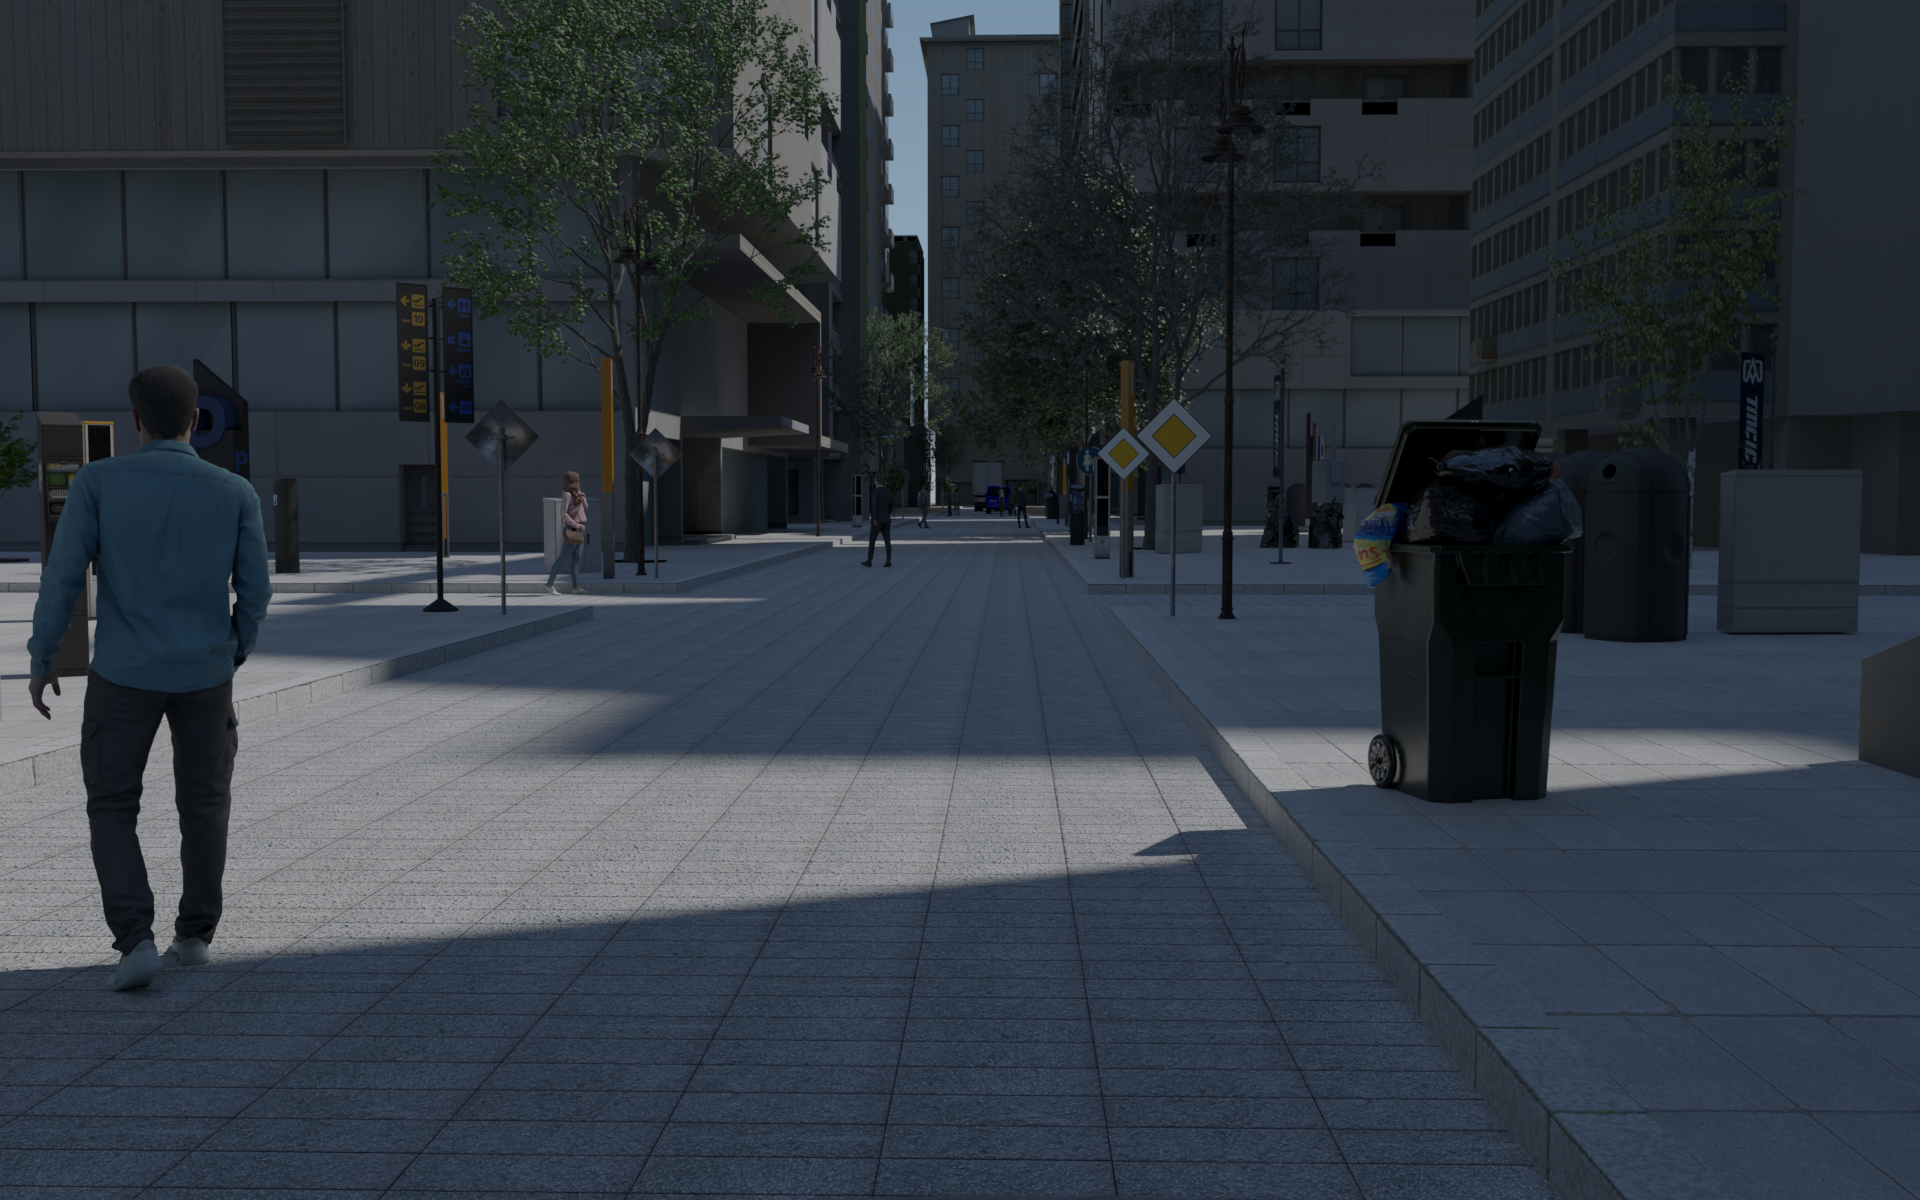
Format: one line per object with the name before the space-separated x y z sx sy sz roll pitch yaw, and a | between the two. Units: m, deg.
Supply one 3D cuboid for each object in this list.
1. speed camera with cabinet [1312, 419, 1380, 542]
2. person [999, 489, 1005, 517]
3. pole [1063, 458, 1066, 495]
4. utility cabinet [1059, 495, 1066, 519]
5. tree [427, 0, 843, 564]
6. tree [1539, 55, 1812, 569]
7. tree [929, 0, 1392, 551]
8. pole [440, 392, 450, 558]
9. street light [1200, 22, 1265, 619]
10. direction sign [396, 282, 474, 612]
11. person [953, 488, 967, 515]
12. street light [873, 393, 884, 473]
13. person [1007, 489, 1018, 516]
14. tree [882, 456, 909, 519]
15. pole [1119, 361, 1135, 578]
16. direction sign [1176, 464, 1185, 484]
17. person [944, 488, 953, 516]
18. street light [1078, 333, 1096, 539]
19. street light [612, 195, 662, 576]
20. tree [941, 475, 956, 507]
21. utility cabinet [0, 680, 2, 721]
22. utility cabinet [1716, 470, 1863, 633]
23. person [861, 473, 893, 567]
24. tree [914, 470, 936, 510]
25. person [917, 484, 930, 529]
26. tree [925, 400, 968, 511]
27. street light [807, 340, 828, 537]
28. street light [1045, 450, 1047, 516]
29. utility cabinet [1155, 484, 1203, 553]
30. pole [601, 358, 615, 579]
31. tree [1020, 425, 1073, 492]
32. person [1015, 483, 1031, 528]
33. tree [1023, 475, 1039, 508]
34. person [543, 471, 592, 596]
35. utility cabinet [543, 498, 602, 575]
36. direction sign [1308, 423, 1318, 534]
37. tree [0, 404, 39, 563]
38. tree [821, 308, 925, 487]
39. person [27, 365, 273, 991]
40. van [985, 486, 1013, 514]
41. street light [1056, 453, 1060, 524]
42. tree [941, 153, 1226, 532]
speed camera with cabinet | 10.300 -3.156 45.936 2.038 3.252 0.660 -2 4 -29
person | 2.731 -6.132 109.481 0.721 1.736 1.217 0 4 3
pole | 5.944 -6.405 98.561 0.158 3.312 0.155 0 3 0
utility cabinet | 5.193 -4.852 90.494 1.020 1.237 0.306 -2 4 -24
tree | -6.042 -6.513 32.243 9.928 11.665 9.643 0 3 0
tree | 12.438 -4.854 29.719 4.737 8.622 4.395 0 3 0
tree | 4.520 -7.900 39.540 12.009 13.543 11.850 0 3 0
pole | -10.377 -2.500 34.725 0.158 3.312 0.155 0 3 0
street light | 2.745 -2.743 17.636 0.468 5.910 1.993 0 4 2
direction sign | -5.690 -1.644 18.869 0.876 3.537 0.379 -3 5 -44
person | -0.218 -6.688 117.852 1.348 1.824 0.705 1 4 18
street light | -3.585 -6.414 77.658 0.468 5.910 1.993 0 4 2
person | 3.412 -6.315 112.299 0.990 1.755 0.434 3 5 39
tree | -3.459 -5.699 87.782 1.663 3.219 1.824 0 3 0
pole | 2.566 -2.003 26.593 0.158 3.312 0.155 0 3 0
direction sign | 8.418 -4.543 66.269 0.379 3.537 0.876 -1 4 -17
person | -0.703 -6.378 112.866 0.705 1.814 1.350 -1 4 -23
street light | 3.582 -4.664 49.037 0.468 5.910 1.993 0 4 2
street light | -5.030 -3.326 27.161 0.468 5.910 1.993 0 4 2
tree | -1.351 -11.223 178.094 1.663 3.219 1.824 0 3 0
utility cabinet | -5.944 0.086 9.752 1.020 1.237 0.306 1 4 12
utility cabinet | 7.604 -0.442 15.902 1.173 1.500 0.318 0 4 -2
person | -1.619 -1.573 33.997 0.659 1.850 0.755 -3 5 -41
tree | -2.877 -8.887 139.906 1.663 3.219 1.824 0 3 0
person | -1.486 -3.881 72.048 0.679 1.850 0.850 3 5 41
tree | -2.170 -10.861 127.935 4.360 8.622 3.978 0 3 0
street light | -4.270 -4.849 52.064 0.468 5.910 1.993 0 4 2
street light | 4.953 -7.747 99.449 0.468 5.910 1.993 0 4 2
utility cabinet | 4.733 -1.761 37.477 1.173 1.500 0.318 -3 5 -40
pole | -5.317 -1.976 26.151 0.158 3.312 0.155 0 3 0
tree | 5.617 -9.400 104.048 4.360 8.622 3.978 0 3 0
person | 2.643 -4.003 73.316 0.648 1.900 0.474 3 5 41
tree | 6.998 -10.391 164.495 1.663 3.219 1.824 0 3 0
person | -5.577 -0.946 24.565 0.643 1.750 0.593 0 4 -4
utility cabinet | -6.259 -1.032 28.033 0.306 1.237 1.020 2 4 33
direction sign | 11.371 -3.886 55.526 0.379 3.537 0.876 1 4 21
tree | -18.177 -2.327 32.649 1.663 3.219 1.824 0 3 0
tree | -3.912 -7.281 69.409 4.360 8.622 3.978 0 3 0
person | -2.387 0.206 5.153 0.660 1.820 0.620 -3 4 -37
van | 2.893 -7.481 126.692 2.240 2.365 5.245 0 4 3
street light | 4.217 -6.214 74.387 0.468 5.910 1.993 0 4 2
tree | 4.119 -8.623 57.989 9.611 12.733 9.660 0 3 0
